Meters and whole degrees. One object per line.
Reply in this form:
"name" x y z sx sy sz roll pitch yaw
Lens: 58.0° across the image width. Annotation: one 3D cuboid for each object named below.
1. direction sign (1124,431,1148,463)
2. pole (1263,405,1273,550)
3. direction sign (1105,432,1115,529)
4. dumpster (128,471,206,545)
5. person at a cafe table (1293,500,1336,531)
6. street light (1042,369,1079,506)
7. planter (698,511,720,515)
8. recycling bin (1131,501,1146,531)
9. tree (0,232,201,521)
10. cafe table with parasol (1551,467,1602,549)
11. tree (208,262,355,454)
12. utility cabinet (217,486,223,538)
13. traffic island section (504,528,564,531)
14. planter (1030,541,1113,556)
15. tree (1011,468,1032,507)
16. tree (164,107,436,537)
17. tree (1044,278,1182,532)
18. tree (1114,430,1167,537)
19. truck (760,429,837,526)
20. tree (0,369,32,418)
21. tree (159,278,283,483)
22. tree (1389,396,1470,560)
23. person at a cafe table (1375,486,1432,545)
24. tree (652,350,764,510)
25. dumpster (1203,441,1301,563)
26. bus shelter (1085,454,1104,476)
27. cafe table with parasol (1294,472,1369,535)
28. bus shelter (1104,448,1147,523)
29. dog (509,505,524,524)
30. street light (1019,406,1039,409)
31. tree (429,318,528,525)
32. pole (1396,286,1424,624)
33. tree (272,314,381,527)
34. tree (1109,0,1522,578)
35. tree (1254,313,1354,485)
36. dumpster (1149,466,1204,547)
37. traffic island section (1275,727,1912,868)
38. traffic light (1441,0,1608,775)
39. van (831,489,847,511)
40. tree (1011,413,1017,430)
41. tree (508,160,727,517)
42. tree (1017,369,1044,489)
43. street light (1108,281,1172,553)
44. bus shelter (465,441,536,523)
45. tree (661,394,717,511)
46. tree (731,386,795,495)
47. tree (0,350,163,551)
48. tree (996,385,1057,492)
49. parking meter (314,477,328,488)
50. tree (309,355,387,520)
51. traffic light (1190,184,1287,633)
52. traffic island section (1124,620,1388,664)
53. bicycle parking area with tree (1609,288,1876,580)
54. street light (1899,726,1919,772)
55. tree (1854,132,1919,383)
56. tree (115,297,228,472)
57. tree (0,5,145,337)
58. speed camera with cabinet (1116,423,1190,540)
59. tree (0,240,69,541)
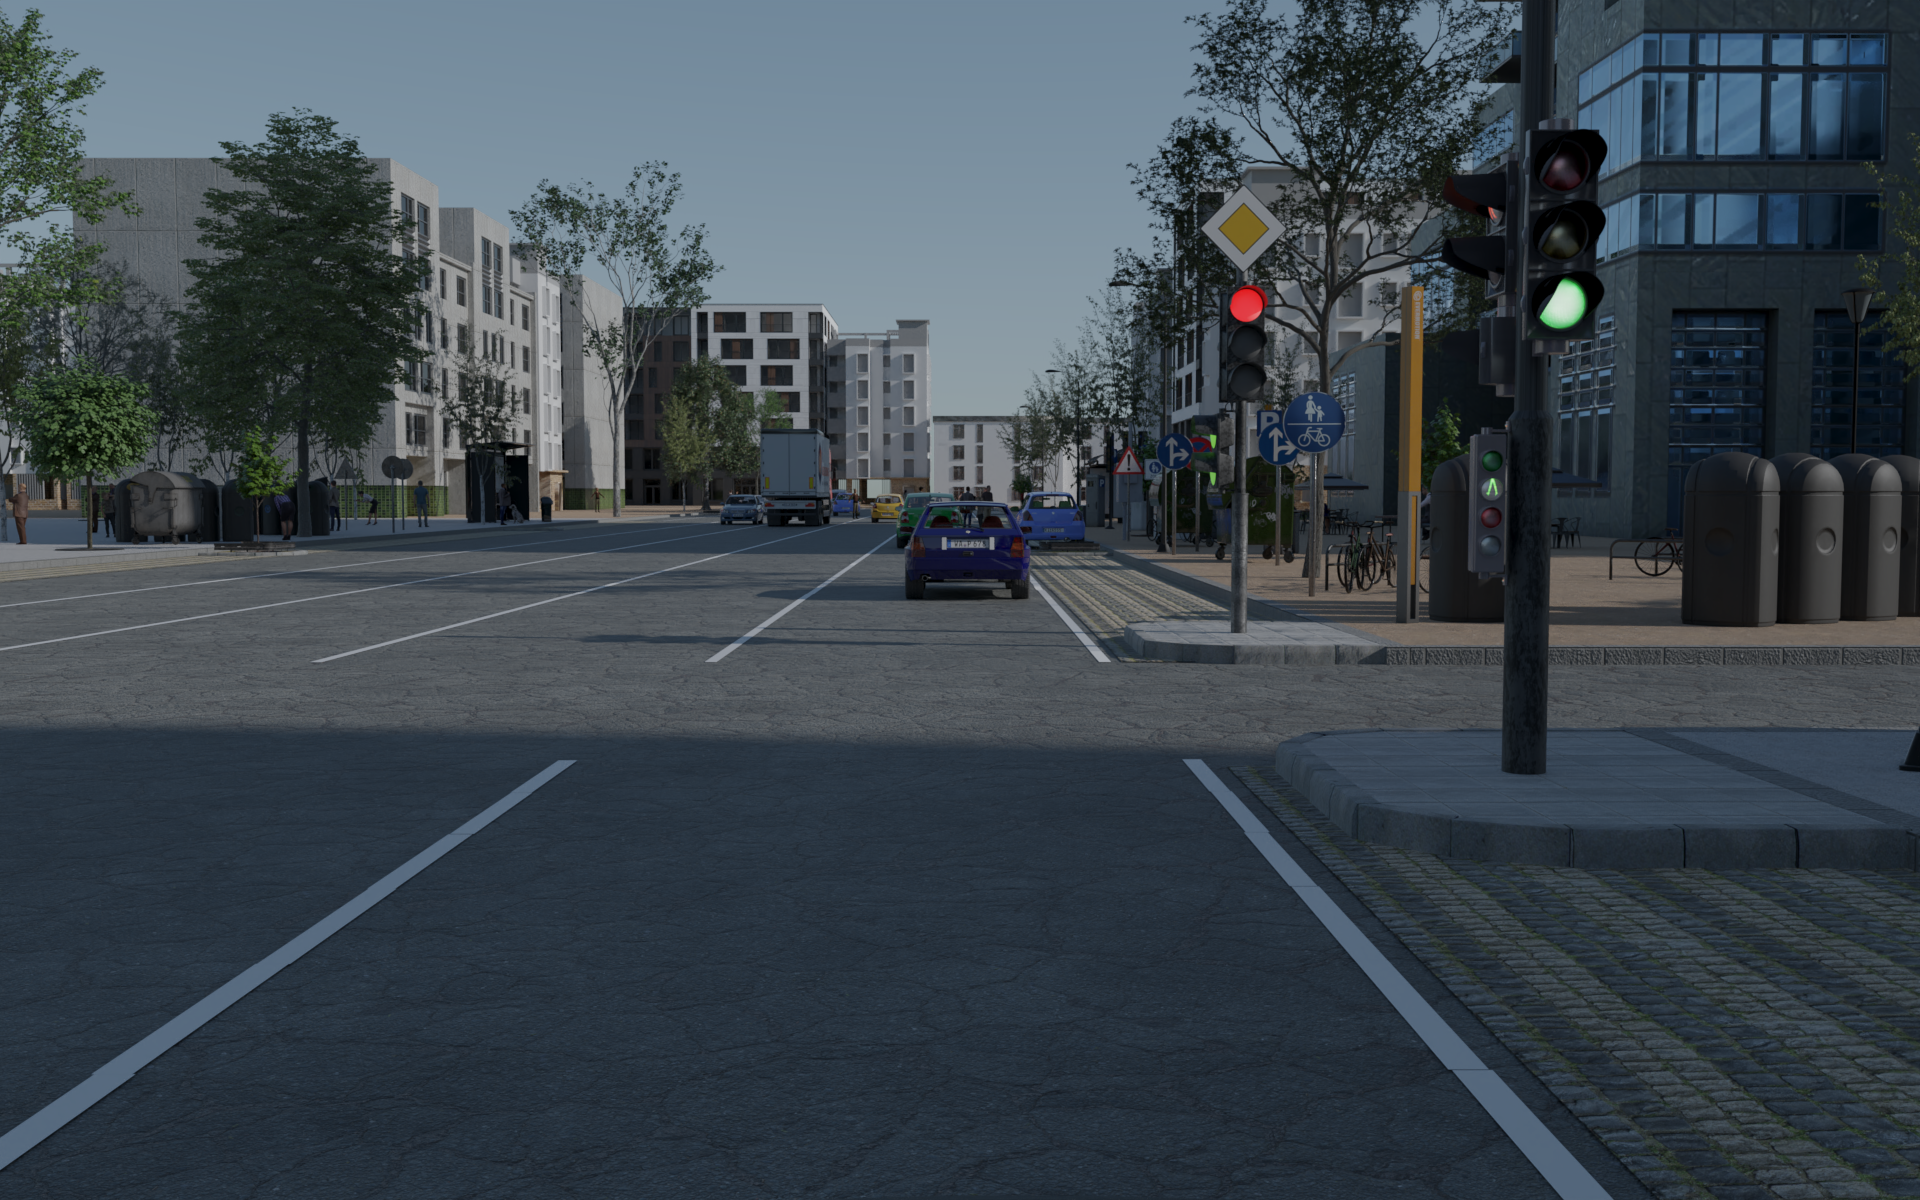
"direction sign" 6.299 -4.299 62.284 0.876 3.537 0.379 0 4 6
"pole" 7.052 -2.799 39.603 0.158 3.312 0.155 0 3 0
"direction sign" 5.497 -4.369 63.437 0.379 3.537 0.876 1 4 22
"dumpster" -20.292 -2.358 44.314 1.264 1.857 1.865 0 3 0
"person at a cafe table" 11.964 -3.054 60.798 1.698 1.238 1.726 -2 4 -32
"street light" 3.870 -5.635 64.668 1.470 5.913 1.316 0 4 0
"planter" -16.738 -5.942 118.295 1.991 0.319 1.994 0 4 0
"recycling bin" 6.397 -2.970 61.116 0.722 1.027 0.722 -3 5 -40
"tree" -41.477 -10.501 82.069 12.009 13.543 11.850 0 3 0
"cafe table with parasol" 13.833 -2.213 41.042 2.610 1.966 2.610 -3 5 -44
"tree" -29.580 -9.071 74.062 9.928 11.665 9.643 0 3 0
"utility cabinet" -21.333 -2.505 49.636 1.173 1.500 0.318 -1 4 -9
"traffic island section" -16.603 -2.743 67.716 1.991 0.108 1.994 0 4 0
"planter" 2.524 -1.195 40.677 1.991 0.319 1.994 0 4 0
"tree" 5.403 -8.771 138.004 1.663 3.219 1.824 0 3 0
"tree" -19.155 -8.151 51.392 7.486 12.596 7.792 0 3 0
"tree" 5.637 -6.605 58.355 4.360 8.622 3.978 0 3 0
"tree" 5.751 -3.531 52.328 1.663 3.219 1.824 0 3 0
"truck" -7.393 -5.566 79.917 2.839 4.237 11.283 0 4 -1
"tree" -40.133 -8.054 66.093 7.601 10.594 8.767 3 5 42
"tree" -25.122 -6.652 59.117 4.737 8.622 4.395 0 3 0
"tree" 9.538 -2.414 34.074 1.663 3.219 1.824 0 3 0
"person at a cafe table" 11.597 -2.188 44.283 1.622 1.524 1.698 2 4 24
"tree" -20.248 -13.522 138.098 9.611 12.733 9.660 0 3 0
"dumpster" 5.576 -1.861 32.917 1.502 2.255 1.985 0 4 0
"bus shelter" 7.454 -5.721 87.459 2.014 3.302 5.546 0 3 0
"cafe table with parasol" 11.697 -3.050 54.737 2.610 1.966 2.610 -3 4 -38
"bus shelter" 7.420 -4.844 73.117 2.014 3.302 5.546 0 3 0
"dog" -19.208 -3.729 75.341 0.513 0.831 0.800 -3 5 -42
"street light" 3.818 -7.248 91.053 1.470 5.913 1.316 0 4 0
"tree" -19.907 -7.440 72.008 4.360 8.622 3.978 0 3 0
"pole" 4.452 -1.425 17.134 0.158 3.312 0.155 0 3 0
"tree" -24.272 -7.108 66.575 4.360 8.622 3.978 0 3 0
"tree" 5.726 -5.613 26.191 7.601 10.594 8.767 1 4 10
"tree" 13.586 -7.365 70.788 4.360 8.622 3.978 0 3 0
"dumpster" 5.510 -2.455 42.637 1.502 2.255 1.985 0 4 0
"traffic island section" 2.621 0.872 8.032 2.009 0.180 2.903 0 4 0
"traffic light" 0.489 -2.025 7.770 4.771 5.953 1.251 0 4 0
"van" -10.410 -8.613 147.840 2.013 2.044 4.112 0 4 0
"tree" 5.395 -9.223 101.164 4.360 8.622 3.978 0 3 0
"tree" -17.734 -14.714 96.459 12.611 20.169 13.585 0 3 0
"tree" 5.299 -7.918 79.814 4.360 8.622 3.978 0 3 0
"street light" 3.932 -3.996 37.876 1.470 5.913 1.316 0 4 0
"bus shelter" -21.009 -5.393 79.459 1.731 3.624 6.357 0 4 0
"tree" -20.209 -10.824 127.336 4.737 8.622 4.395 0 3 0
"tree" -19.378 -14.672 165.643 9.928 11.665 9.643 0 3 0
"tree" -20.002 -3.412 39.506 4.285 4.588 4.351 0 3 0
"tree" 4.749 -10.151 116.327 4.737 8.622 4.395 0 3 0
"parking meter" -21.445 -3.208 58.155 0.255 1.863 0.399 3 5 41
"tree" -30.075 -8.257 85.358 4.737 8.622 4.395 0 3 0
"traffic light" 2.559 -1.650 15.903 0.839 4.253 0.868 0 4 0
"traffic island section" 2.599 0.383 16.017 2.009 0.180 2.903 0 4 0
"bicycle parking area with tree" 14.390 -2.389 26.065 8.231 4.147 9.016 -2 4 -34
"street light" 4.004 -2.163 7.908 1.470 5.913 1.316 0 4 0
"tree" 19.973 -5.161 34.739 4.737 8.622 4.395 0 3 0
"tree" -30.047 -7.060 65.786 4.360 8.622 3.978 0 3 0
"tree" -19.683 -6.538 32.647 9.928 11.665 9.643 0 3 0
"speed camera with cabinet" 5.396 -3.295 48.205 2.038 3.252 0.660 0 4 -2
"tree" -26.064 -5.903 46.870 4.737 8.622 4.395 0 3 0
